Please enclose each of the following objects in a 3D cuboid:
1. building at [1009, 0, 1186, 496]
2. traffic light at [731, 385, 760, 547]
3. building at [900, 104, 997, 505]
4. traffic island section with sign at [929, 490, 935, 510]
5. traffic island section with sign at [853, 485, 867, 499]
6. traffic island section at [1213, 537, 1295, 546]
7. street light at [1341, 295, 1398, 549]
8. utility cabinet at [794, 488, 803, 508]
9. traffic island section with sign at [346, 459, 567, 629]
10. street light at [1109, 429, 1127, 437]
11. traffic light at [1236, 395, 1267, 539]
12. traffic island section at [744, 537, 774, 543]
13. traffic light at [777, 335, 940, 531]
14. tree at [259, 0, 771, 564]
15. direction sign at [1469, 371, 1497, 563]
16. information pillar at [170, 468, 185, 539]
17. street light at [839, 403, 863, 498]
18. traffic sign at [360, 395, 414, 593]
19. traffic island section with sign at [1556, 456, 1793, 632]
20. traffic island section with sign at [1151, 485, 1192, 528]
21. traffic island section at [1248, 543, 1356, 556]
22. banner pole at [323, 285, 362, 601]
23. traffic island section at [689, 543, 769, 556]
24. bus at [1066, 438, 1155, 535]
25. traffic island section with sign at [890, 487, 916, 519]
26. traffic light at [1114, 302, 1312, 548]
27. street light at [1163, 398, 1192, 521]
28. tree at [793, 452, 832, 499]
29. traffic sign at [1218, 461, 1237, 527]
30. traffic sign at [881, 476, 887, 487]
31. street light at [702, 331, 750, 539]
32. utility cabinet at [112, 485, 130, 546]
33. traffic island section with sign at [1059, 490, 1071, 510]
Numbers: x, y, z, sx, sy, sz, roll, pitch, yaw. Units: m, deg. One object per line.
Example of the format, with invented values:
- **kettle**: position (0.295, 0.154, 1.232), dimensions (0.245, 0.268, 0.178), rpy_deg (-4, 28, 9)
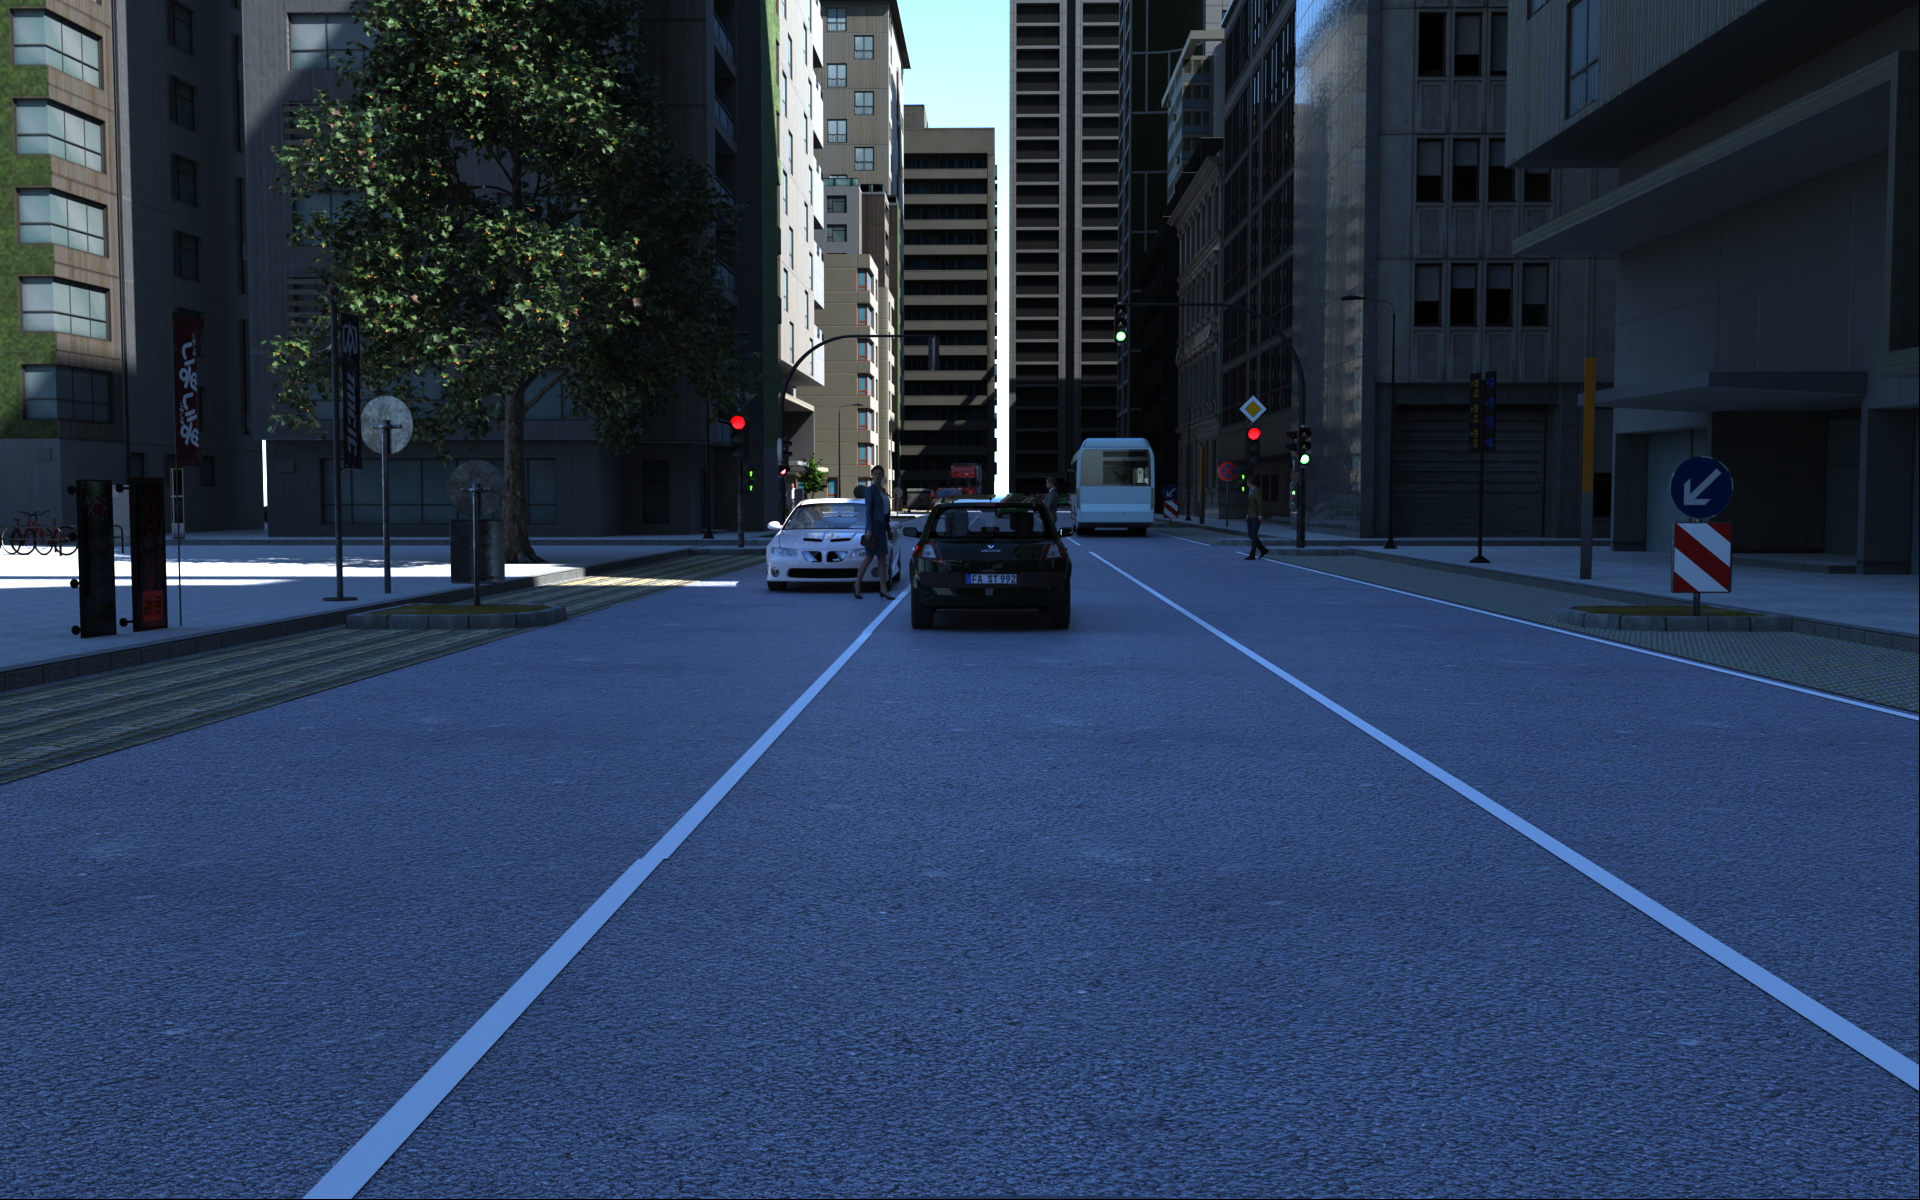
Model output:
- **building**: position (16.476, -47.691, 218.004), dimensions (20.611, 71.187, 20.563), rpy_deg (0, 4, 1)
- **traffic light**: position (-5.248, -3.219, 41.548), dimensions (0.839, 4.253, 0.868), rpy_deg (0, 4, 1)
- **building**: position (-6.098, -36.409, 218.987), dimensions (21.600, 48.544, 21.300), rpy_deg (0, 4, 1)
- **traffic island section with sign**: position (-2.469, -8.760, 151.845), dimensions (1.989, 1.847, 2.006), rpy_deg (0, 4, 1)
- **traffic island section with sign**: position (-4.218, -4.038, 74.644), dimensions (1.989, 1.847, 2.006), rpy_deg (0, 4, 1)
- **traffic island section**: position (8.329, -1.656, 49.360), dimensions (2.009, 0.180, 2.903), rpy_deg (0, 4, 1)
- **street light**: position (9.586, -4.161, 40.570), dimensions (1.470, 5.913, 1.316), rpy_deg (0, 4, 1)
- **utility cabinet**: position (-6.389, -3.657, 68.464), dimensions (0.318, 1.500, 1.173), rpy_deg (0, 4, -3)
- **traffic island section with sign**: position (-5.462, -0.643, 19.149), dimensions (1.989, 1.847, 2.006), rpy_deg (0, 4, 1)
- **street light**: position (11.377, -9.257, 123.890), dimensions (1.470, 5.913, 1.316), rpy_deg (0, 4, 1)
- **traffic light**: position (8.290, -3.690, 49.247), dimensions (0.839, 4.253, 0.868), rpy_deg (0, 4, 1)
- **traffic island section**: position (-5.108, -1.675, 49.667), dimensions (2.009, 0.180, 2.903), rpy_deg (0, 4, 1)
- **traffic light**: position (-2.975, -4.578, 49.519), dimensions (4.771, 5.953, 1.251), rpy_deg (0, 4, 1)
- **tree**: position (-8.183, -7.028, 31.919), dimensions (9.611, 12.733, 9.660), rpy_deg (0, 3, 0)
- **direction sign**: position (9.714, -2.462, 32.259), dimensions (0.379, 3.537, 0.876), rpy_deg (-1, 4, -13)
- **information pillar**: position (-22.292, -2.743, 49.342), dimensions (0.304, 2.012, 0.304), rpy_deg (-2, 4, -33)
- **street light**: position (-5.645, -7.113, 88.833), dimensions (1.470, 5.913, 1.316), rpy_deg (0, 4, 1)
- **traffic sign**: position (-7.399, -1.359, 22.318), dimensions (0.768, 2.556, 0.104), rpy_deg (1, 4, 10)
- **traffic island section with sign**: position (7.652, -0.626, 18.871), dimensions (1.989, 1.847, 2.006), rpy_deg (0, 4, 1)
- **traffic island section with sign**: position (8.899, -4.037, 74.626), dimensions (1.989, 1.847, 2.006), rpy_deg (0, 4, 1)
- **traffic island section**: position (8.150, -1.168, 41.377), dimensions (2.009, 0.180, 2.903), rpy_deg (0, 4, 1)
- **banner pole**: position (-7.461, -1.898, 21.050), dimensions (0.401, 3.779, 0.863), rpy_deg (0, 4, 8)
- **traffic island section**: position (-5.288, -1.187, 41.683), dimensions (2.009, 0.180, 2.903), rpy_deg (0, 4, 1)
- **bus**: position (5.417, -4.193, 63.410), dimensions (2.948, 3.499, 13.247), rpy_deg (0, 4, 3)
- **traffic island section with sign**: position (-3.617, -5.686, 101.592), dimensions (1.989, 1.847, 2.006), rpy_deg (0, 4, 1)
- **traffic light**: position (6.017, -4.067, 41.170), dimensions (4.771, 5.953, 1.251), rpy_deg (0, 4, 1)
- **street light**: position (10.526, -6.806, 83.812), dimensions (1.470, 5.913, 1.316), rpy_deg (0, 4, 1)
- **tree**: position (-6.707, -5.176, 79.235), dimensions (1.663, 3.219, 1.824), rpy_deg (0, 3, 0)
- **traffic sign**: position (10.420, -4.120, 67.466), dimensions (0.768, 2.556, 0.104), rpy_deg (0, 4, 5)
- **traffic sign**: position (-5.291, -7.128, 116.650), dimensions (0.768, 2.556, 0.104), rpy_deg (0, 4, 3)
- **street light**: position (-6.684, -4.711, 49.563), dimensions (1.470, 5.913, 1.316), rpy_deg (0, 4, 1)
- **utility cabinet**: position (-20.315, -2.085, 42.771), dimensions (1.173, 1.500, 0.318), rpy_deg (-1, 4, -20)
- **traffic island section with sign**: position (11.233, -10.380, 178.342), dimensions (1.989, 1.847, 2.006), rpy_deg (0, 4, 1)
